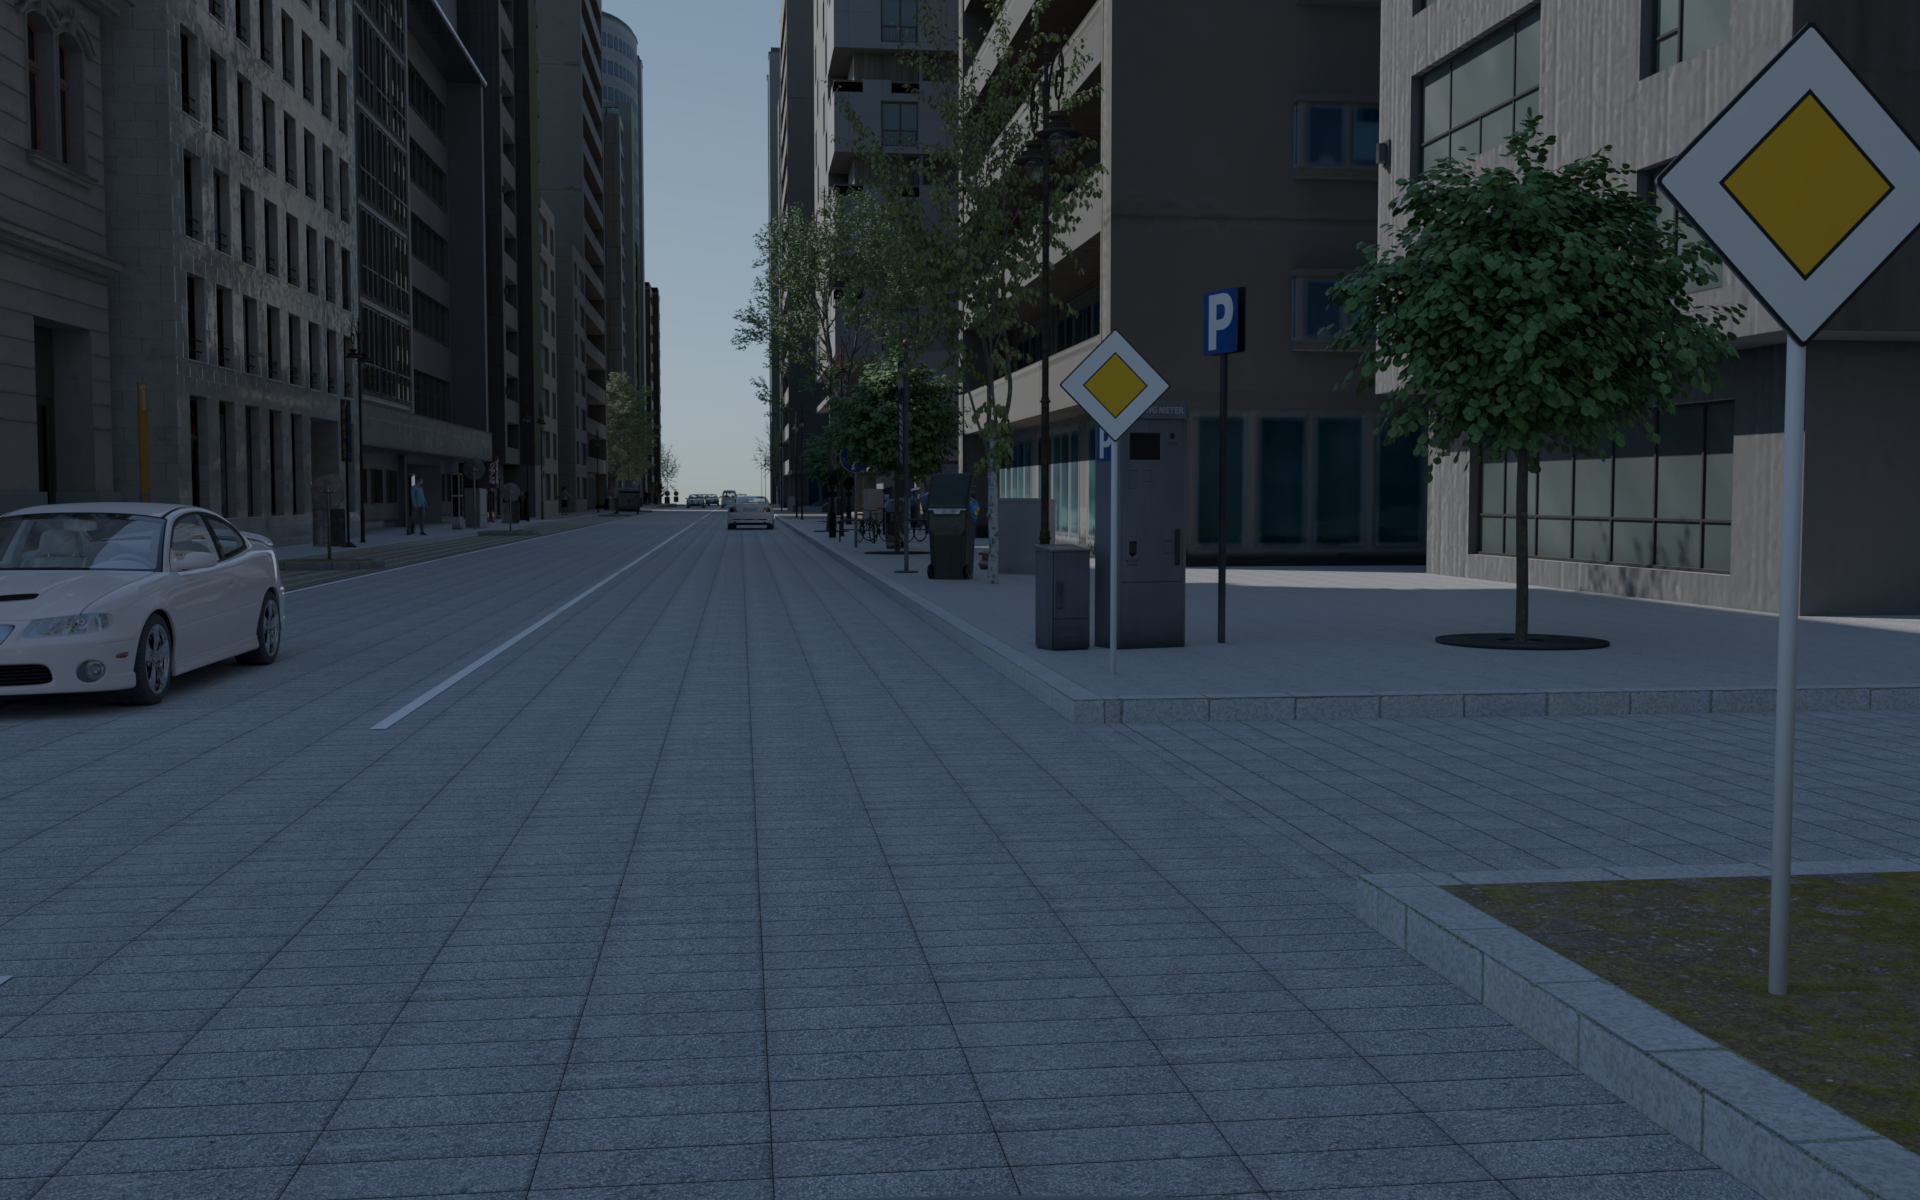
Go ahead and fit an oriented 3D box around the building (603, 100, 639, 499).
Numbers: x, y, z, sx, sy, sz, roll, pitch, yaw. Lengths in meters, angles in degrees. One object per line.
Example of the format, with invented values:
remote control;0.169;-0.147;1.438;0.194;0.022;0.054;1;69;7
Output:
building;-40.188;-30.046;174.845;14.154;41.232;14.086;0;4;-7

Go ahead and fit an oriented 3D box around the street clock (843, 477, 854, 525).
street clock;-4.669;-4.171;72.760;0.471;2.002;0.358;-2;4;-29

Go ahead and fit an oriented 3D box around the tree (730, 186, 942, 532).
tree;-4.255;-8.110;58.355;9.928;11.665;9.643;0;3;0

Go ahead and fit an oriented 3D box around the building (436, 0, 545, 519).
building;-30.059;-19.558;91.481;14.160;30.474;14.107;0;4;-7

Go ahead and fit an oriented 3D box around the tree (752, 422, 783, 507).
tree;-18.203;-13.475;170.686;4.360;8.622;3.978;0;3;0

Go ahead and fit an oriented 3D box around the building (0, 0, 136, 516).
building;-21.141;-14.302;21.223;14.401;28.519;23.554;0;4;-7

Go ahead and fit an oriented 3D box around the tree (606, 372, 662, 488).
tree;-31.465;-14.853;160.967;7.486;12.596;7.792;0;3;0

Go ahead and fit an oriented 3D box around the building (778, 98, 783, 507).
building;-12.111;-30.545;183.004;14.154;41.232;14.086;0;4;-7

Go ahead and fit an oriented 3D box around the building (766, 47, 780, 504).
building;-15.044;-42.189;231.786;21.231;58.520;28.212;0;4;-7

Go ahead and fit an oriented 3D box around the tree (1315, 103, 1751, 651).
tree;4.804;-1.904;14.840;4.285;4.588;4.351;0;3;0

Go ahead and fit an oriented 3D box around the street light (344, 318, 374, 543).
street light;-15.777;-4.453;45.587;0.468;5.910;1.993;0;4;-7

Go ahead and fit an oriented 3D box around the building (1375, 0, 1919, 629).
building;14.330;-15.256;21.135;14.107;30.474;14.160;0;4;-7

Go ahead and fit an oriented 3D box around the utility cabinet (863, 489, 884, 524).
utility cabinet;-3.624;-3.934;72.997;0.318;1.500;1.173;3;4;37

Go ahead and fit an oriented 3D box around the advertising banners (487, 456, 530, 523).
advertising banners;-21.814;-5.345;83.582;2.074;3.025;0.090;0;4;3

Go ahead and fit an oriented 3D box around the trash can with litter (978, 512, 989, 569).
trash can with litter;0.709;-1.124;29.762;0.624;1.170;1.055;1;4;20

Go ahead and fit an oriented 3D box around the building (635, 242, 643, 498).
building;-42.467;-25.570;189.778;14.160;30.474;14.107;0;4;-7

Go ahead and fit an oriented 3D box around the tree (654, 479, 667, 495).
tree;-37.497;-13.607;217.069;1.663;3.219;1.824;0;3;0

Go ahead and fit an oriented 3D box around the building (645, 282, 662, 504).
building;-47.454;-28.140;231.790;14.160;30.474;14.107;0;4;-7

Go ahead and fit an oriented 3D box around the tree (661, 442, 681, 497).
tree;-41.240;-17.930;243.513;4.737;8.622;4.395;0;3;0

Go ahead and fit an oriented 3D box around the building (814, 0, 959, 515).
building;5.322;-31.418;102.925;28.713;52.752;27.495;0;4;-7

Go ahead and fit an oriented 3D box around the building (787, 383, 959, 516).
building;3.376;-26.747;129.196;32.217;40.220;23.993;0;4;-7

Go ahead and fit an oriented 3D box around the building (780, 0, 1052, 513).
building;-4.662;-32.275;151.404;21.300;48.544;21.600;0;4;-7

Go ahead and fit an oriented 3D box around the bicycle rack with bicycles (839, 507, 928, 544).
bicycle rack with bicycles;-1.961;-2.004;46.143;2.852;0.926;2.925;-2;4;-33

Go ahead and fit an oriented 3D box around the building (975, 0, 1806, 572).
building;11.854;-25.499;40.611;21.300;48.544;21.600;0;4;-7

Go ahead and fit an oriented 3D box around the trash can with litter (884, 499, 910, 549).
trash can with litter;-1.479;-1.804;40.887;0.624;1.170;1.055;0;4;-3

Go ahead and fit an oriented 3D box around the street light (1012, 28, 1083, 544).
street light;0.881;-2.756;17.844;0.468;5.910;1.993;0;4;-7

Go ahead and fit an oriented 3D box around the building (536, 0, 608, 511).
building;-40.006;-31.464;138.131;21.300;48.544;21.600;0;4;-7

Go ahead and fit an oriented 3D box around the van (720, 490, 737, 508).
van;-23.461;-10.359;176.383;2.013;2.044;4.112;0;4;-6

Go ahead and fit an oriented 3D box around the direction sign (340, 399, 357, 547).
direction sign;-14.745;-3.037;41.660;0.379;3.537;0.876;0;4;-6

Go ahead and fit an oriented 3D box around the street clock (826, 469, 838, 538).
street clock;-3.731;-2.819;50.653;0.358;2.002;0.471;-1;4;-15

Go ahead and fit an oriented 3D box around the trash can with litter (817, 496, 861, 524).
trash can with litter;-4.952;-3.913;75.041;2.233;1.210;1.678;1;4;10

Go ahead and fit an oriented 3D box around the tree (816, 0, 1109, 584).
tree;0.254;-4.528;24.397;4.737;8.622;4.395;0;3;0

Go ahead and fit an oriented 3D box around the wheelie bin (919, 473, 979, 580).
wheelie bin;-0.142;-1.119;26.201;0.980;1.594;0.693;1;4;15

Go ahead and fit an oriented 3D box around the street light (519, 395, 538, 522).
street light;-20.173;-6.602;80.724;0.468;5.910;1.993;0;4;-7

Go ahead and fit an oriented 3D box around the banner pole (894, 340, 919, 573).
banner pole;-0.932;-2.346;28.376;0.401;3.779;0.863;-1;4;-14

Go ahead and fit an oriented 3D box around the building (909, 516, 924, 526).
building;13.459;-23.561;77.096;32.217;40.220;23.993;0;4;-7

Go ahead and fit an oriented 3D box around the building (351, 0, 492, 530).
building;-27.076;-15.053;65.176;14.314;24.678;30.058;0;4;-7

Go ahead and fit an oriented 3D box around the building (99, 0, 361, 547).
building;-21.793;-11.436;41.722;10.420;20.320;16.860;0;4;-7

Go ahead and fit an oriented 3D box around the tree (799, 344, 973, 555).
tree;-1.268;-3.273;37.225;4.285;4.588;4.351;0;3;0

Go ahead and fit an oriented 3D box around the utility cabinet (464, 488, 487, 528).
utility cabinet;-18.222;-3.458;65.217;0.318;1.500;1.173;-3;5;-43

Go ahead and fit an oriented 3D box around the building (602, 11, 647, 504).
building;-49.507;-40.819;209.383;21.231;58.520;28.212;0;4;-7

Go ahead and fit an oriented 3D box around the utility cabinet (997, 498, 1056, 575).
utility cabinet;1.038;-1.018;27.800;1.020;1.237;0.306;2;4;35

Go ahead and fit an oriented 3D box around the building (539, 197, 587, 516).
building;-39.682;-16.348;112.336;27.650;21.520;28.899;0;4;-7
